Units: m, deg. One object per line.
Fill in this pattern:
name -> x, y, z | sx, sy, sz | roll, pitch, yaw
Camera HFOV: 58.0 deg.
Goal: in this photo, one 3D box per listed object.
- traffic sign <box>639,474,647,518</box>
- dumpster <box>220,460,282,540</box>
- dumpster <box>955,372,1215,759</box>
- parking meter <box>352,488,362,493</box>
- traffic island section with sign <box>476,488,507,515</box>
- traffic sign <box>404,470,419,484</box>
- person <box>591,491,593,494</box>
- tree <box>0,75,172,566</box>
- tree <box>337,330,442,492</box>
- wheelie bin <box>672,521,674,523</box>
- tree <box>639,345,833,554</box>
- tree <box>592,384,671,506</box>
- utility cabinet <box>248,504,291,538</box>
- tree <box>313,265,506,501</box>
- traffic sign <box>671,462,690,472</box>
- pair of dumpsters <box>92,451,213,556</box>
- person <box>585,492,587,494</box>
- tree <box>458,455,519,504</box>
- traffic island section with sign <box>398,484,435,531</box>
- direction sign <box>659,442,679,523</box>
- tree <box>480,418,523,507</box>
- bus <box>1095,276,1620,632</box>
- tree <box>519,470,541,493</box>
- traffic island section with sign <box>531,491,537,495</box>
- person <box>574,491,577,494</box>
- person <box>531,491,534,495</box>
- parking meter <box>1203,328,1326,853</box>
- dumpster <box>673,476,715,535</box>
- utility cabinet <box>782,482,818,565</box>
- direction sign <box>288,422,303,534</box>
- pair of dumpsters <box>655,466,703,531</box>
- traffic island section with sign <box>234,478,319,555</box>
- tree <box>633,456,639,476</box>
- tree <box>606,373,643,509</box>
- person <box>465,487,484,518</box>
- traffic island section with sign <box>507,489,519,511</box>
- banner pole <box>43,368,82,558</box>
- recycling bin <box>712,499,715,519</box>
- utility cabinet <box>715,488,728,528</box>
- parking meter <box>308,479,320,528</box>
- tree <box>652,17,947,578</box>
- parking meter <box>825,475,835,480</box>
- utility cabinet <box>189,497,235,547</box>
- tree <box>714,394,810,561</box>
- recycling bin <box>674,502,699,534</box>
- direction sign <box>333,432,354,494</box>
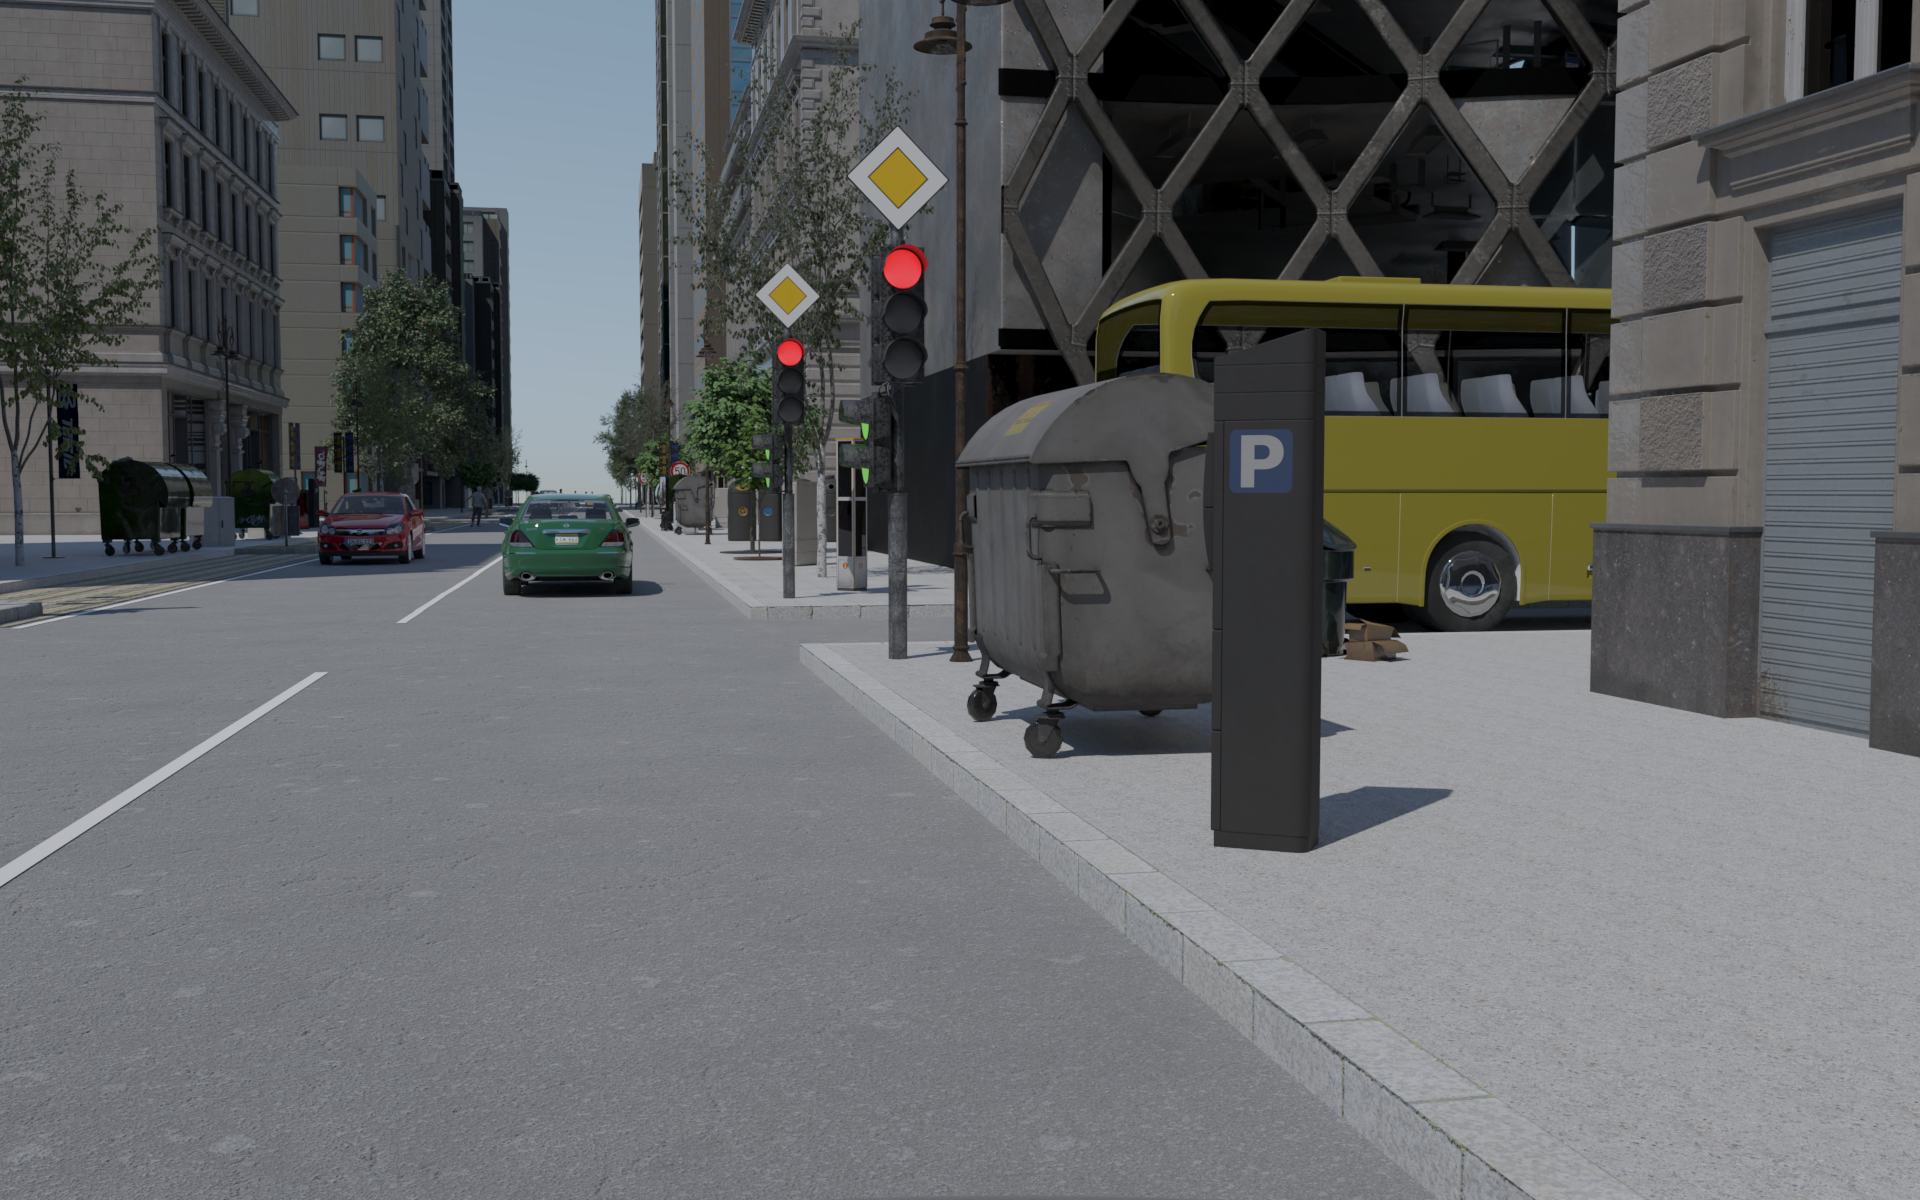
traffic sign -> -16.886, -5.693, 93.185 | 0.768, 2.556, 0.104 | 0, 4, -7
dumpster -> -19.835, -2.827, 48.709 | 1.502, 2.255, 1.985 | -1, 4, -12
dumpster -> 0.765, -0.206, 9.131 | 1.264, 1.857, 1.865 | -1, 4, -12
parking meter -> -25.090, -3.894, 72.075 | 0.372, 1.533, 0.369 | 0, 3, 0
traffic island section with sign -> -31.911, -6.645, 117.271 | 1.989, 1.847, 2.006 | -1, 4, -12
traffic sign -> -29.341, -5.663, 92.688 | 0.768, 2.556, 0.104 | 0, 4, -3
person -> -50.766, -14.088, 238.937 | 0.705, 1.812, 1.348 | -1, 4, -11
tree -> -16.605, -4.912, 30.668 | 4.737, 8.622, 4.395 | 0, 3, 0
tree -> -26.016, -7.838, 78.513 | 4.737, 8.622, 4.395 | 0, 3, 0
wheelie bin -> -12.734, -4.273, 77.764 | 0.693, 1.594, 0.980 | 1, 4, 21
tree -> -4.483, -3.291, 37.514 | 4.285, 4.588, 4.351 | 0, 3, 0
tree -> -33.564, -16.149, 181.042 | 9.611, 12.733, 9.660 | 0, 3, 0
utility cabinet -> -20.044, -2.542, 50.245 | 1.173, 1.500, 0.318 | 0, 4, 8
tree -> -27.700, -10.401, 87.064 | 9.611, 12.733, 9.660 | 0, 3, 0
traffic sign -> -10.965, -4.150, 67.951 | 0.768, 2.556, 0.104 | 0, 4, -2
pair of dumpsters -> -17.551, -2.155, 37.730 | 1.574, 2.255, 4.437 | -1, 4, -12
person -> -43.023, -11.647, 199.723 | 1.217, 1.735, 0.721 | 3, 5, 43
tree -> -38.280, -9.394, 137.312 | 4.285, 4.588, 4.351 | 0, 3, 0
traffic island section with sign -> -21.753, -3.642, 68.180 | 1.989, 1.847, 2.006 | -1, 4, -12
direction sign -> -12.752, -5.132, 75.908 | 0.876, 3.537, 0.379 | -2, 4, -25
tree -> -44.789, -13.300, 167.819 | 4.360, 8.622, 3.978 | 0, 3, 0
bus -> 7.705, -1.691, 19.197 | 12.252, 3.916, 2.896 | -1, 4, -12
tree -> -56.176, -14.382, 218.862 | 4.285, 4.588, 4.351 | 0, 3, 0
traffic island section with sign -> -48.576, -11.567, 197.741 | 1.989, 1.847, 2.006 | -1, 4, -12
person -> -43.893, -11.561, 197.533 | 1.348, 1.823, 0.705 | 3, 5, 39
person -> -46.022, -10.859, 186.732 | 0.721, 1.739, 1.217 | 3, 5, 44
parking meter -> 1.103, -0.036, 6.301 | 0.399, 1.863, 0.255 | 1, 4, 23
dumpster -> -8.402, -2.997, 54.767 | 1.264, 1.857, 1.865 | -1, 4, -12
utility cabinet -> -2.820, -1.377, 31.192 | 0.318, 1.500, 1.173 | 1, 4, 21
direction sign -> -21.129, -3.857, 55.057 | 0.379, 3.537, 0.876 | 0, 3, 0
pair of dumpsters -> -10.185, -3.689, 62.815 | 1.574, 2.255, 4.437 | -1, 4, -12
traffic island section with sign -> -16.282, -2.028, 41.784 | 1.989, 1.847, 2.006 | -1, 4, -12
tree -> -15.236, -6.502, 90.027 | 4.285, 4.588, 4.351 | 0, 3, 0
tree -> -18.386, -9.286, 102.187 | 4.360, 8.622, 3.978 | 0, 3, 0
person -> -28.568, -5.723, 102.077 | 0.705, 1.824, 1.348 | 3, 4, 38
traffic island section with sign -> -37.371, -8.259, 143.669 | 1.989, 1.847, 2.006 | -1, 4, -12
banner pole -> -17.939, -2.725, 34.579 | 0.863, 3.779, 0.401 | 0, 4, 8
recycling bin -> -12.672, -4.599, 87.753 | 0.722, 1.027, 0.722 | -3, 5, -40
utility cabinet -> -8.536, -3.422, 64.621 | 1.173, 1.500, 0.318 | 1, 4, 13
parking meter -> -24.585, -3.681, 65.901 | 0.255, 1.863, 0.399 | 1, 4, 11
tree -> -2.365, -4.650, 26.390 | 4.360, 8.622, 3.978 | 0, 3, 0
parking meter -> -3.986, -2.853, 52.356 | 0.255, 1.863, 0.399 | 2, 4, 35
utility cabinet -> -18.203, -1.895, 42.147 | 0.306, 1.237, 1.020 | 3, 5, 41
tree -> -4.035, -2.395, 33.757 | 1.663, 3.219, 1.824 | 0, 3, 0
recycling bin -> -8.950, -2.694, 56.599 | 0.722, 1.027, 0.722 | 0, 4, -1
direction sign -> -22.597, -4.377, 63.569 | 0.876, 3.537, 0.379 | 1, 4, 20
